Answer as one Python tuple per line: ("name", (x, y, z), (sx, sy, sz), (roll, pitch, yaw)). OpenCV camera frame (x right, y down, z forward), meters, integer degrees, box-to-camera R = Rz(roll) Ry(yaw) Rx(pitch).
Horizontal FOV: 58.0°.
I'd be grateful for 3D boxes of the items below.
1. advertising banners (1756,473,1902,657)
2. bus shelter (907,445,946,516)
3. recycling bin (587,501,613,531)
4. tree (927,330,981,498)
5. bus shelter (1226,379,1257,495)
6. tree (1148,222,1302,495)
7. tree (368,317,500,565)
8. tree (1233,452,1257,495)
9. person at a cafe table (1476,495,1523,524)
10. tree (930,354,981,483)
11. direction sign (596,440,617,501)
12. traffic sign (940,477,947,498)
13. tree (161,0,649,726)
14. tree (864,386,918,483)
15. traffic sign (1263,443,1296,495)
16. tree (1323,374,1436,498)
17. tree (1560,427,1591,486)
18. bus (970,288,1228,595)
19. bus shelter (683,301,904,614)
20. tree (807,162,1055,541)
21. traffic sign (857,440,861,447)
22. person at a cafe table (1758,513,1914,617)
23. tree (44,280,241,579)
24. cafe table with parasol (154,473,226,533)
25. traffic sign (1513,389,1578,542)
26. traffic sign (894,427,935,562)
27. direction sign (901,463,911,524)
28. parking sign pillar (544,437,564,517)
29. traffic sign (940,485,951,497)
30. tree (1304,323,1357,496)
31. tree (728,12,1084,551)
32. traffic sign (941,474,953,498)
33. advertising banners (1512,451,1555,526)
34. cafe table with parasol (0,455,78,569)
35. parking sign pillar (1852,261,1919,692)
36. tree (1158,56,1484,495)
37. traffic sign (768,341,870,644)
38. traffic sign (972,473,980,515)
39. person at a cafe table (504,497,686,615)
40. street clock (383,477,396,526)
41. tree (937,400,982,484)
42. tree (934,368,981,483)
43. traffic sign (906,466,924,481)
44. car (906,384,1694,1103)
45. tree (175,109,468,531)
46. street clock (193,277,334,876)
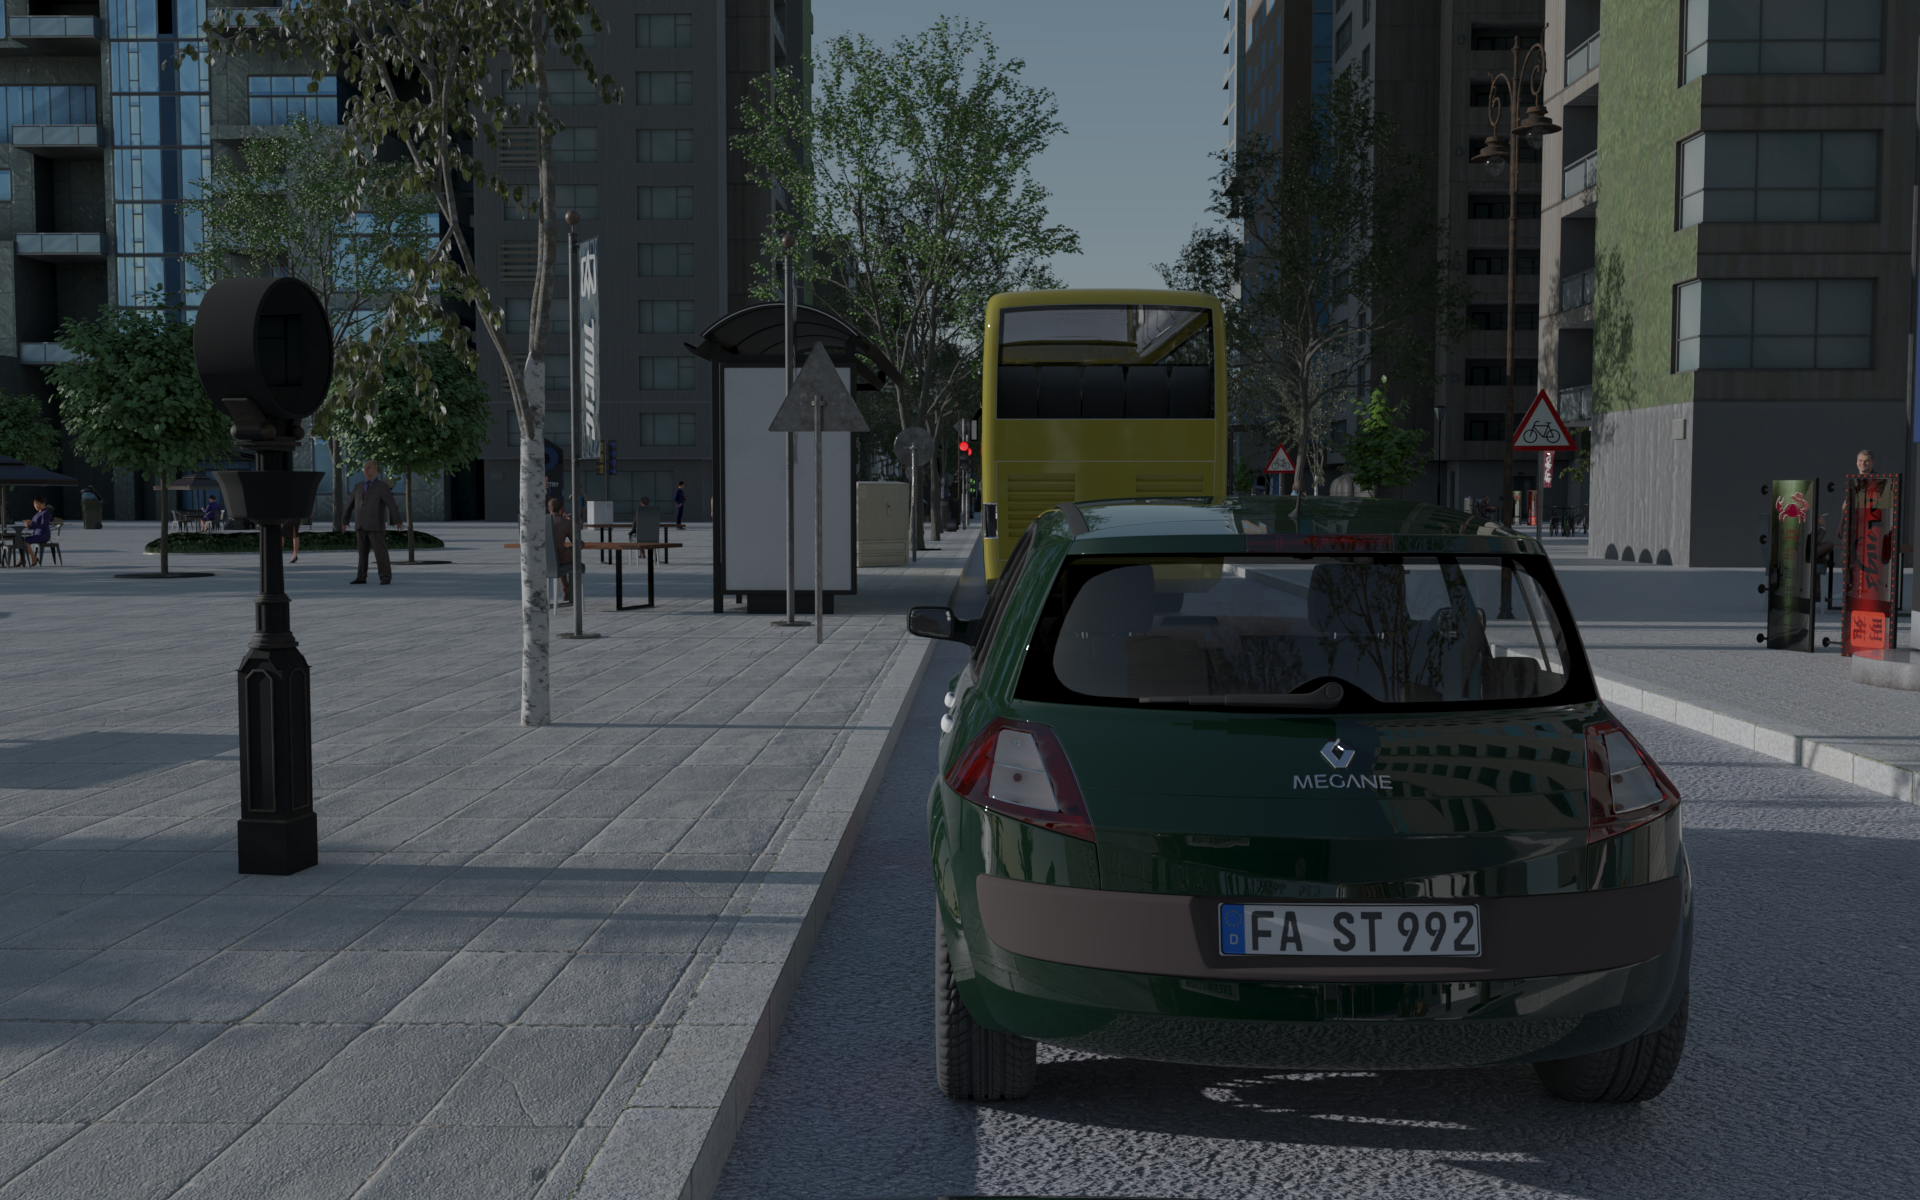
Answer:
("advertising banners", (7.063, -1.054, 13.424), (0.090, 3.025, 2.074), (-1, 4, -21))
("bus shelter", (-1.603, -5.783, 85.837), (1.731, 3.624, 6.357), (0, 4, 1))
("recycling bin", (-12.737, -2.983, 61.328), (0.722, 1.027, 0.722), (-2, 4, -31))
("tree", (-0.983, -7.761, 77.252), (4.360, 8.622, 3.978), (0, 3, 0))
("bus shelter", (8.025, -4.832, 56.636), (2.179, 5.291, 8.768), (0, 4, 1))
("tree", (7.023, -5.964, 47.877), (4.360, 8.622, 3.978), (0, 3, 0))
("tree", (-10.162, -2.948, 31.916), (4.285, 4.588, 4.351), (0, 3, 0))
("tree", (12.623, -5.049, 77.148), (1.663, 3.219, 1.824), (0, 3, 0))
("person at a cafe table", (23.117, -3.921, 74.971), (1.698, 1.238, 1.726), (-2, 4, -30))
("tree", (0.285, -13.585, 140.235), (7.486, 12.596, 7.792), (0, 3, 0))
("direction sign", (-14.768, -4.918, 72.406), (0.876, 3.537, 0.379), (1, 4, 9))
("traffic sign", (-1.116, -7.635, 124.941), (0.768, 2.556, 0.104), (0, 4, 6))
("tree", (-2.597, -3.610, 9.380), (4.360, 8.622, 3.978), (0, 3, 0))
("tree", (-3.533, -9.538, 106.302), (4.737, 8.622, 4.395), (0, 3, 0))
("traffic sign", (8.118, -2.684, 43.887), (0.884, 2.594, 0.081), (1, 4, 9))
("tree", (6.785, -2.037, 27.909), (1.663, 3.219, 1.824), (0, 3, 0))
("tree", (18.009, -5.922, 47.186), (4.737, 8.622, 4.395), (0, 3, 0))
("bus", (1.557, -1.976, 23.860), (2.896, 3.916, 12.252), (0, 4, 1))
("bus shelter", (-1.829, -1.654, 20.962), (2.014, 3.302, 5.546), (0, 4, 1))
("tree", (-0.538, -6.904, 47.299), (8.767, 10.594, 7.601), (1, 4, 17))
("traffic sign", (-2.227, -1.954, 31.688), (0.795, 2.593, 0.064), (0, 4, 6))
("person at a cafe table", (9.543, -0.476, 18.651), (1.726, 1.238, 1.698), (1, 4, 10))
("tree", (-12.406, -2.632, 26.753), (4.285, 4.588, 4.351), (0, 3, 0))
("cafe table with parasol", (-25.386, -3.229, 57.659), (2.610, 1.966, 2.610), (0, 4, -4))
("traffic sign", (7.186, -1.313, 21.468), (0.884, 2.594, 0.081), (0, 4, 3))
("traffic sign", (-0.865, -1.997, 32.755), (0.768, 2.556, 0.104), (0, 4, 3))
("direction sign", (-2.128, -5.013, 73.965), (0.876, 3.537, 0.379), (-3, 4, -37))
("parking sign pillar", (-16.874, -5.031, 70.728), (1.447, 3.967, 1.447), (0, 4, -4))
("traffic sign", (-1.080, -8.115, 132.690), (0.884, 2.594, 0.081), (0, 4, 8))
("tree", (14.878, -7.510, 73.159), (4.360, 8.622, 3.978), (0, 3, 0))
("tree", (-1.077, -6.919, 38.889), (9.928, 11.665, 9.643), (0, 3, 0))
("traffic sign", (-0.793, -6.601, 108.040), (0.768, 2.556, 0.104), (1, 4, 8))
("advertising banners", (23.087, -4.506, 69.858), (0.090, 3.025, 2.074), (-2, 4, -34))
("cafe table with parasol", (-16.714, -1.550, 30.214), (2.610, 1.966, 2.610), (1, 4, 11))
("parking sign pillar", (6.812, -1.411, 11.534), (1.447, 3.967, 1.447), (1, 4, 13))
("tree", (7.525, -6.267, 36.884), (7.601, 10.594, 8.767), (1, 4, 15))
("traffic sign", (-1.209, -0.904, 14.780), (0.884, 2.594, 0.081), (1, 4, 10))
("traffic sign", (0.846, -6.461, 105.736), (0.768, 2.556, 0.104), (0, 4, 6))
("person at a cafe table", (-4.232, -0.507, 19.154), (1.698, 1.238, 1.726), (1, 4, 18))
("street clock", (-22.991, -3.992, 69.842), (0.358, 2.002, 0.471), (3, 4, 38))
("tree", (1.126, -14.682, 157.056), (9.611, 12.733, 9.660), (0, 3, 0))
("tree", (0.322, -9.081, 98.829), (4.737, 8.622, 4.395), (0, 3, 0))
("traffic sign", (-1.893, -4.416, 72.311), (0.768, 2.556, 0.104), (0, 4, 4))
("car", (0.809, 0.263, 5.487), (2.009, 1.686, 4.222), (0, 4, 1))
("tree", (-17.686, -7.506, 48.486), (9.928, 11.665, 9.643), (0, 3, 0))
("street clock", (-2.329, -0.079, 5.861), (0.358, 2.002, 0.471), (1, 4, 11))
